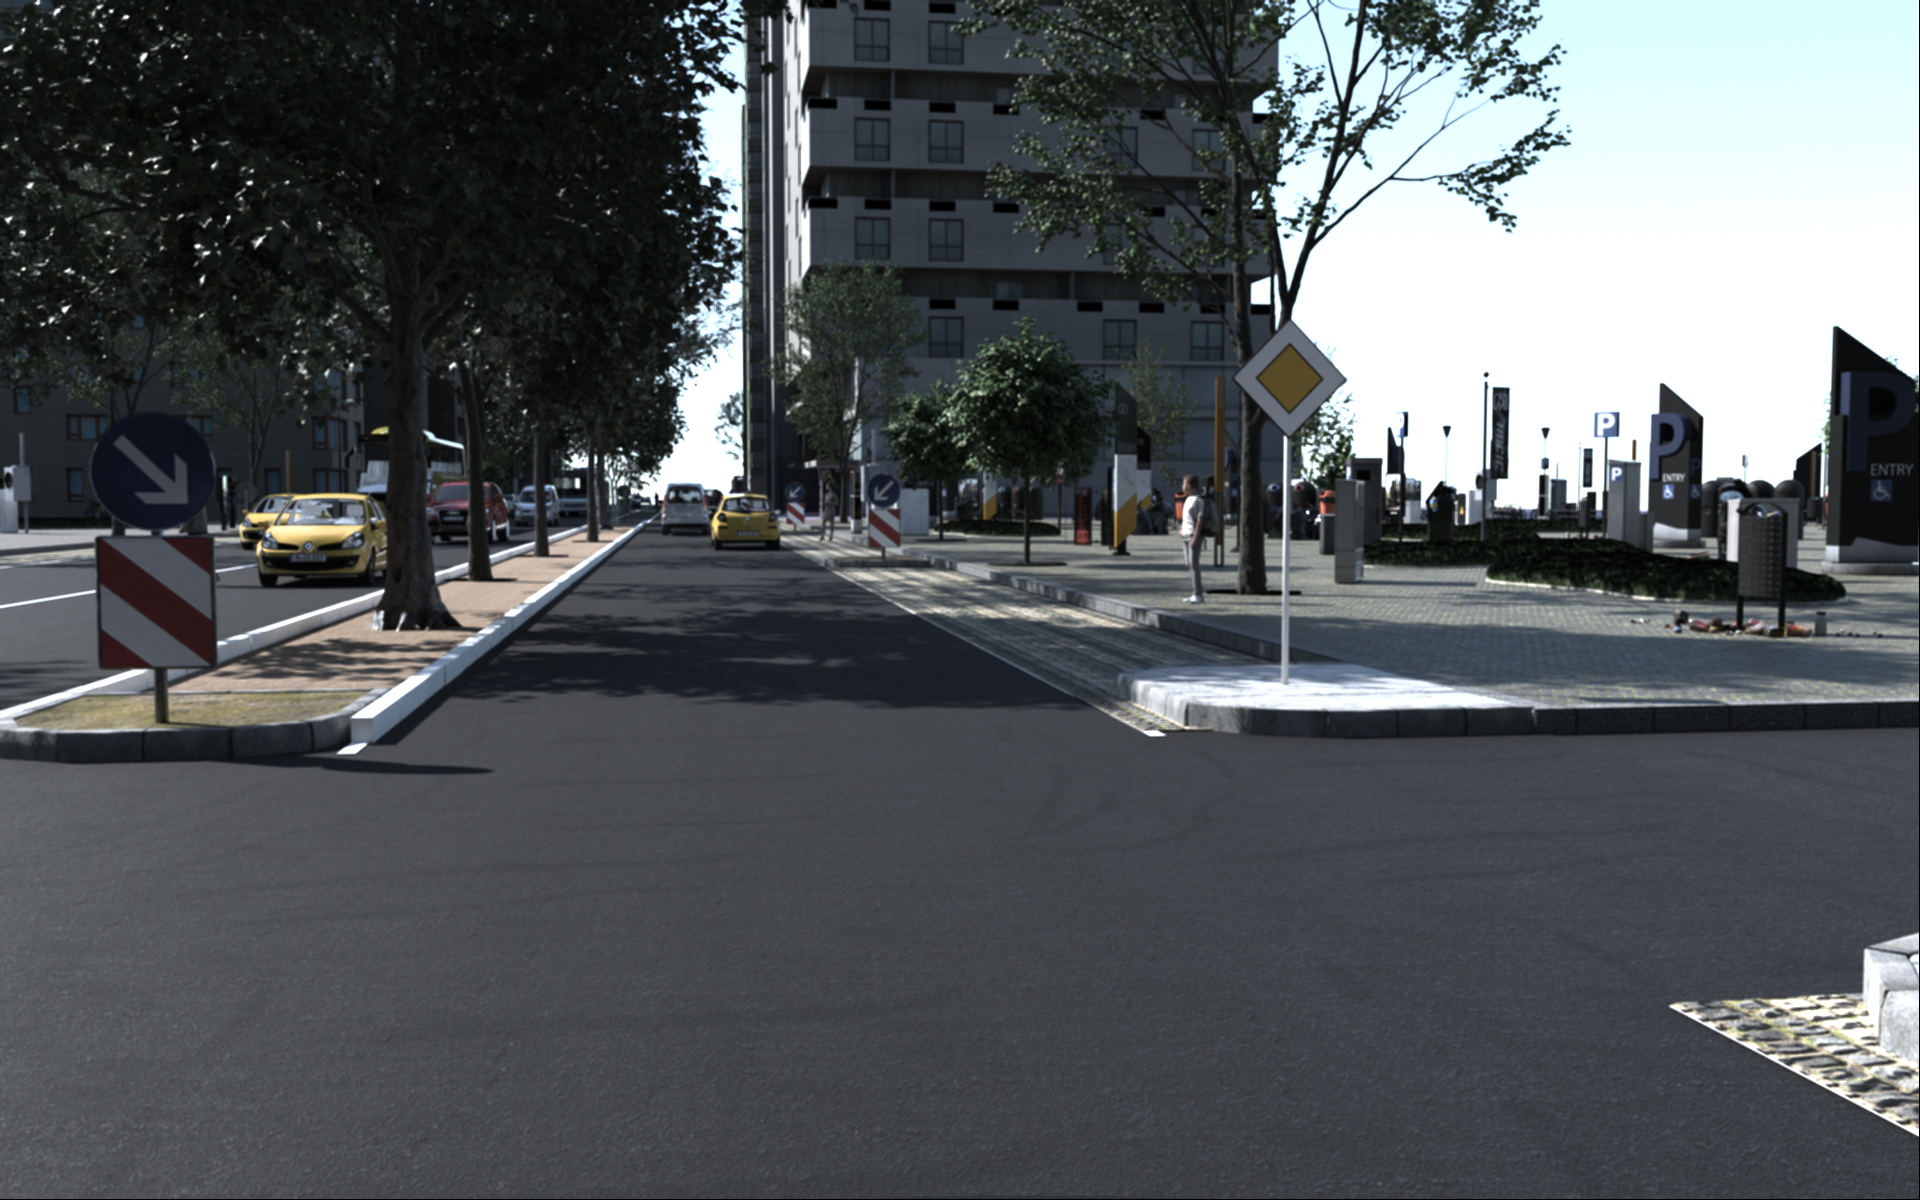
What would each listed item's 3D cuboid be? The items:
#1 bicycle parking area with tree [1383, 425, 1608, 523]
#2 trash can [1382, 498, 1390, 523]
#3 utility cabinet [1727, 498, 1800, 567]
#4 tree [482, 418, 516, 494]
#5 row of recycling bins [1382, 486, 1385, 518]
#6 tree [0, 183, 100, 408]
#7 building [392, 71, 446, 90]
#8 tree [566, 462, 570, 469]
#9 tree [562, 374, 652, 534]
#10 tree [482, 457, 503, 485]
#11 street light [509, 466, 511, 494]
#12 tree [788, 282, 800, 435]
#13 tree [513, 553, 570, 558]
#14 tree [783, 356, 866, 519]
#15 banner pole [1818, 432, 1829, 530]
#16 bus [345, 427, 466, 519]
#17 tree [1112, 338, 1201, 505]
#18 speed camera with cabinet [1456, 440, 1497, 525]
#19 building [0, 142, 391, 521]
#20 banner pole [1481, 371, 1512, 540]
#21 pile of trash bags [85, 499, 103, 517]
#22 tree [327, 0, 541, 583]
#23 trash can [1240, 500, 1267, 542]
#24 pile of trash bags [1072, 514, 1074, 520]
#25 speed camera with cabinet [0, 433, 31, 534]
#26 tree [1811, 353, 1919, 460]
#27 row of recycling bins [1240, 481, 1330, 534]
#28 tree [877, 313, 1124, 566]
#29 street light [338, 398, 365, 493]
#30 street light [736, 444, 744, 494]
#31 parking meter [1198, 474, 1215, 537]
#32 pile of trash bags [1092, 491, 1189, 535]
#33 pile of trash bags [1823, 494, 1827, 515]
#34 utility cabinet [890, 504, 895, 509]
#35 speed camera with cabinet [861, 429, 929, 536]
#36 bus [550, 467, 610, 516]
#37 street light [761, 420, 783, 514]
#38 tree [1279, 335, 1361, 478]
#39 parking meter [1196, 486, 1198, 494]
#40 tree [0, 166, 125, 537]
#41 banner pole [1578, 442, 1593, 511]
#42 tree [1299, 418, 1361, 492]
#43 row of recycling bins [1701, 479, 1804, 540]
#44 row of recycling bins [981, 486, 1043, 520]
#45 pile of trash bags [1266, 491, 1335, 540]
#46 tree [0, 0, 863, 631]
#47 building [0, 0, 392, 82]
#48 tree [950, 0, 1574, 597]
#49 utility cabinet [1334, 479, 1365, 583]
[{"bbox_3d":[22.706,-5.296,73.598,8.231,4.147,9.016,-1,4,-9],"label":"bicycle parking area with tree"},{"bbox_3d":[15.915,-3.229,64.441,0.748,1.137,0.748,0,3,0],"label":"trash can"},{"bbox_3d":[11.885,-0.887,25.660,1.020,1.237,0.306,-1,4,-13],"label":"utility cabinet"},{"bbox_3d":[-42.213,-12.753,158.875,4.737,8.622,4.395,0,3,0],"label":"tree"},{"bbox_3d":[20.712,-4.876,86.842,1.069,1.692,3.534,0,4,3],"label":"row of recycling bins"},{"bbox_3d":[-23.491,-6.388,38.848,8.767,10.594,7.601,-2,4,-28],"label":"tree"},{"bbox_3d":[-47.239,-27.987,141.180,14.154,41.232,14.086,-1,4,-9],"label":"building"},{"bbox_3d":[-55.572,-17.717,240.039,4.737,8.622,4.395,0,3,0],"label":"tree"},{"bbox_3d":[-12.763,-6.606,60.826,4.360,8.622,3.978,0,3,0],"label":"tree"},{"bbox_3d":[-42.276,-10.406,153.858,4.285,4.588,4.351,0,3,0],"label":"tree"},{"bbox_3d":[-42.647,-11.844,166.196,1.470,5.913,1.316,-1,4,-9],"label":"street light"},{"bbox_3d":[-5.040,-9.153,75.408,9.928,11.665,9.643,0,3,0],"label":"tree"},{"bbox_3d":[-9.549,-7.718,39.018,12.009,13.543,11.850,0,3,0],"label":"tree"},{"bbox_3d":[-6.953,-8.517,89.621,4.737,8.622,4.395,0,3,0],"label":"tree"},{"bbox_3d":[31.247,-4.425,62.361,0.401,3.779,0.863,0,4,3],"label":"banner pole"},{"bbox_3d":[-20.991,-4.587,66.542,2.896,3.916,12.252,-1,4,-9],"label":"bus"},{"bbox_3d":[8.946,-7.967,80.627,4.737,8.622,4.395,0,3,0],"label":"tree"},{"bbox_3d":[19.099,-4.263,64.040,0.660,3.252,2.038,-1,4,-12],"label":"speed camera with cabinet"},{"bbox_3d":[-46.057,-15.272,94.743,27.650,21.520,28.899,-1,4,-9],"label":"building"},{"bbox_3d":[10.947,-2.784,35.537,0.863,3.779,0.401,-2,4,-23],"label":"banner pole"},{"bbox_3d":[-36.999,-4.118,77.088,3.447,1.369,1.912,-3,5,-40],"label":"pile of trash bags"},{"bbox_3d":[-7.990,-6.111,28.123,9.928,11.665,9.643,0,3,0],"label":"tree"},{"bbox_3d":[7.511,-2.006,44.446,0.748,1.137,0.748,0,3,0],"label":"trash can"},{"bbox_3d":[7.089,-4.554,84.217,3.447,1.369,1.912,2,4,30],"label":"pile of trash bags"},{"bbox_3d":[-31.033,-3.801,56.487,2.038,3.252,0.660,3,5,40],"label":"speed camera with cabinet"},{"bbox_3d":[21.478,-3.460,40.292,4.285,4.588,4.351,0,3,0],"label":"tree"},{"bbox_3d":[10.525,-2.947,55.300,3.534,1.692,1.069,2,4,30],"label":"row of recycling bins"},{"bbox_3d":[1.140,-2.909,31.282,4.285,4.588,4.351,0,3,0],"label":"tree"},{"bbox_3d":[-29.534,-6.820,84.043,1.470,5.913,1.316,-1,4,-9],"label":"street light"},{"bbox_3d":[-20.272,-11.561,161.571,1.470,5.913,1.316,-1,4,-9],"label":"street light"},{"bbox_3d":[7.377,-2.796,51.428,0.399,1.863,0.255,-2,4,-32],"label":"parking meter"},{"bbox_3d":[6.020,-2.730,54.382,1.912,1.369,3.447,-3,5,-40],"label":"pile of trash bags"},{"bbox_3d":[26.535,-2.805,55.621,3.447,1.369,1.912,2,4,34],"label":"pile of trash bags"},{"bbox_3d":[-2.464,-3.682,71.364,0.306,1.237,1.020,-3,5,-43],"label":"utility cabinet"},{"bbox_3d":[-2.005,-3.611,53.371,2.038,3.252,0.660,-1,4,-14],"label":"speed camera with cabinet"},{"bbox_3d":[-24.946,-7.317,114.490,2.948,3.499,13.247,0,4,-7],"label":"bus"},{"bbox_3d":[-11.861,-8.367,109.347,1.470,5.913,1.316,-1,4,-9],"label":"street light"},{"bbox_3d":[16.491,-8.001,81.178,4.737,8.622,4.395,0,3,0],"label":"tree"},{"bbox_3d":[9.926,-4.149,73.545,0.399,1.863,0.255,-2,4,-31],"label":"parking meter"},{"bbox_3d":[-24.830,-7.668,51.125,9.928,11.665,9.643,0,3,0],"label":"tree"},{"bbox_3d":[29.887,-5.683,82.937,0.863,3.779,0.401,3,4,37],"label":"banner pole"},{"bbox_3d":[9.780,-3.039,44.296,1.663,3.219,1.824,0,3,0],"label":"tree"},{"bbox_3d":[22.742,-2.619,49.931,1.069,1.692,3.534,-1,4,-23],"label":"row of recycling bins"},{"bbox_3d":[2.593,-4.854,86.472,3.534,1.692,1.069,2,4,34],"label":"row of recycling bins"},{"bbox_3d":[9.858,-2.360,48.345,1.912,1.369,3.447,0,4,-6],"label":"pile of trash bags"},{"bbox_3d":[-5.840,-6.026,17.991,9.611,12.733,9.660,0,3,0],"label":"tree"},{"bbox_3d":[-53.014,-26.216,120.514,32.217,40.220,23.993,-1,4,-9],"label":"building"},{"bbox_3d":[3.886,-5.884,21.952,9.928,11.665,9.643,0,3,0],"label":"tree"},{"bbox_3d":[5.676,-1.009,25.172,0.318,1.500,1.173,1,4,18],"label":"utility cabinet"}]
